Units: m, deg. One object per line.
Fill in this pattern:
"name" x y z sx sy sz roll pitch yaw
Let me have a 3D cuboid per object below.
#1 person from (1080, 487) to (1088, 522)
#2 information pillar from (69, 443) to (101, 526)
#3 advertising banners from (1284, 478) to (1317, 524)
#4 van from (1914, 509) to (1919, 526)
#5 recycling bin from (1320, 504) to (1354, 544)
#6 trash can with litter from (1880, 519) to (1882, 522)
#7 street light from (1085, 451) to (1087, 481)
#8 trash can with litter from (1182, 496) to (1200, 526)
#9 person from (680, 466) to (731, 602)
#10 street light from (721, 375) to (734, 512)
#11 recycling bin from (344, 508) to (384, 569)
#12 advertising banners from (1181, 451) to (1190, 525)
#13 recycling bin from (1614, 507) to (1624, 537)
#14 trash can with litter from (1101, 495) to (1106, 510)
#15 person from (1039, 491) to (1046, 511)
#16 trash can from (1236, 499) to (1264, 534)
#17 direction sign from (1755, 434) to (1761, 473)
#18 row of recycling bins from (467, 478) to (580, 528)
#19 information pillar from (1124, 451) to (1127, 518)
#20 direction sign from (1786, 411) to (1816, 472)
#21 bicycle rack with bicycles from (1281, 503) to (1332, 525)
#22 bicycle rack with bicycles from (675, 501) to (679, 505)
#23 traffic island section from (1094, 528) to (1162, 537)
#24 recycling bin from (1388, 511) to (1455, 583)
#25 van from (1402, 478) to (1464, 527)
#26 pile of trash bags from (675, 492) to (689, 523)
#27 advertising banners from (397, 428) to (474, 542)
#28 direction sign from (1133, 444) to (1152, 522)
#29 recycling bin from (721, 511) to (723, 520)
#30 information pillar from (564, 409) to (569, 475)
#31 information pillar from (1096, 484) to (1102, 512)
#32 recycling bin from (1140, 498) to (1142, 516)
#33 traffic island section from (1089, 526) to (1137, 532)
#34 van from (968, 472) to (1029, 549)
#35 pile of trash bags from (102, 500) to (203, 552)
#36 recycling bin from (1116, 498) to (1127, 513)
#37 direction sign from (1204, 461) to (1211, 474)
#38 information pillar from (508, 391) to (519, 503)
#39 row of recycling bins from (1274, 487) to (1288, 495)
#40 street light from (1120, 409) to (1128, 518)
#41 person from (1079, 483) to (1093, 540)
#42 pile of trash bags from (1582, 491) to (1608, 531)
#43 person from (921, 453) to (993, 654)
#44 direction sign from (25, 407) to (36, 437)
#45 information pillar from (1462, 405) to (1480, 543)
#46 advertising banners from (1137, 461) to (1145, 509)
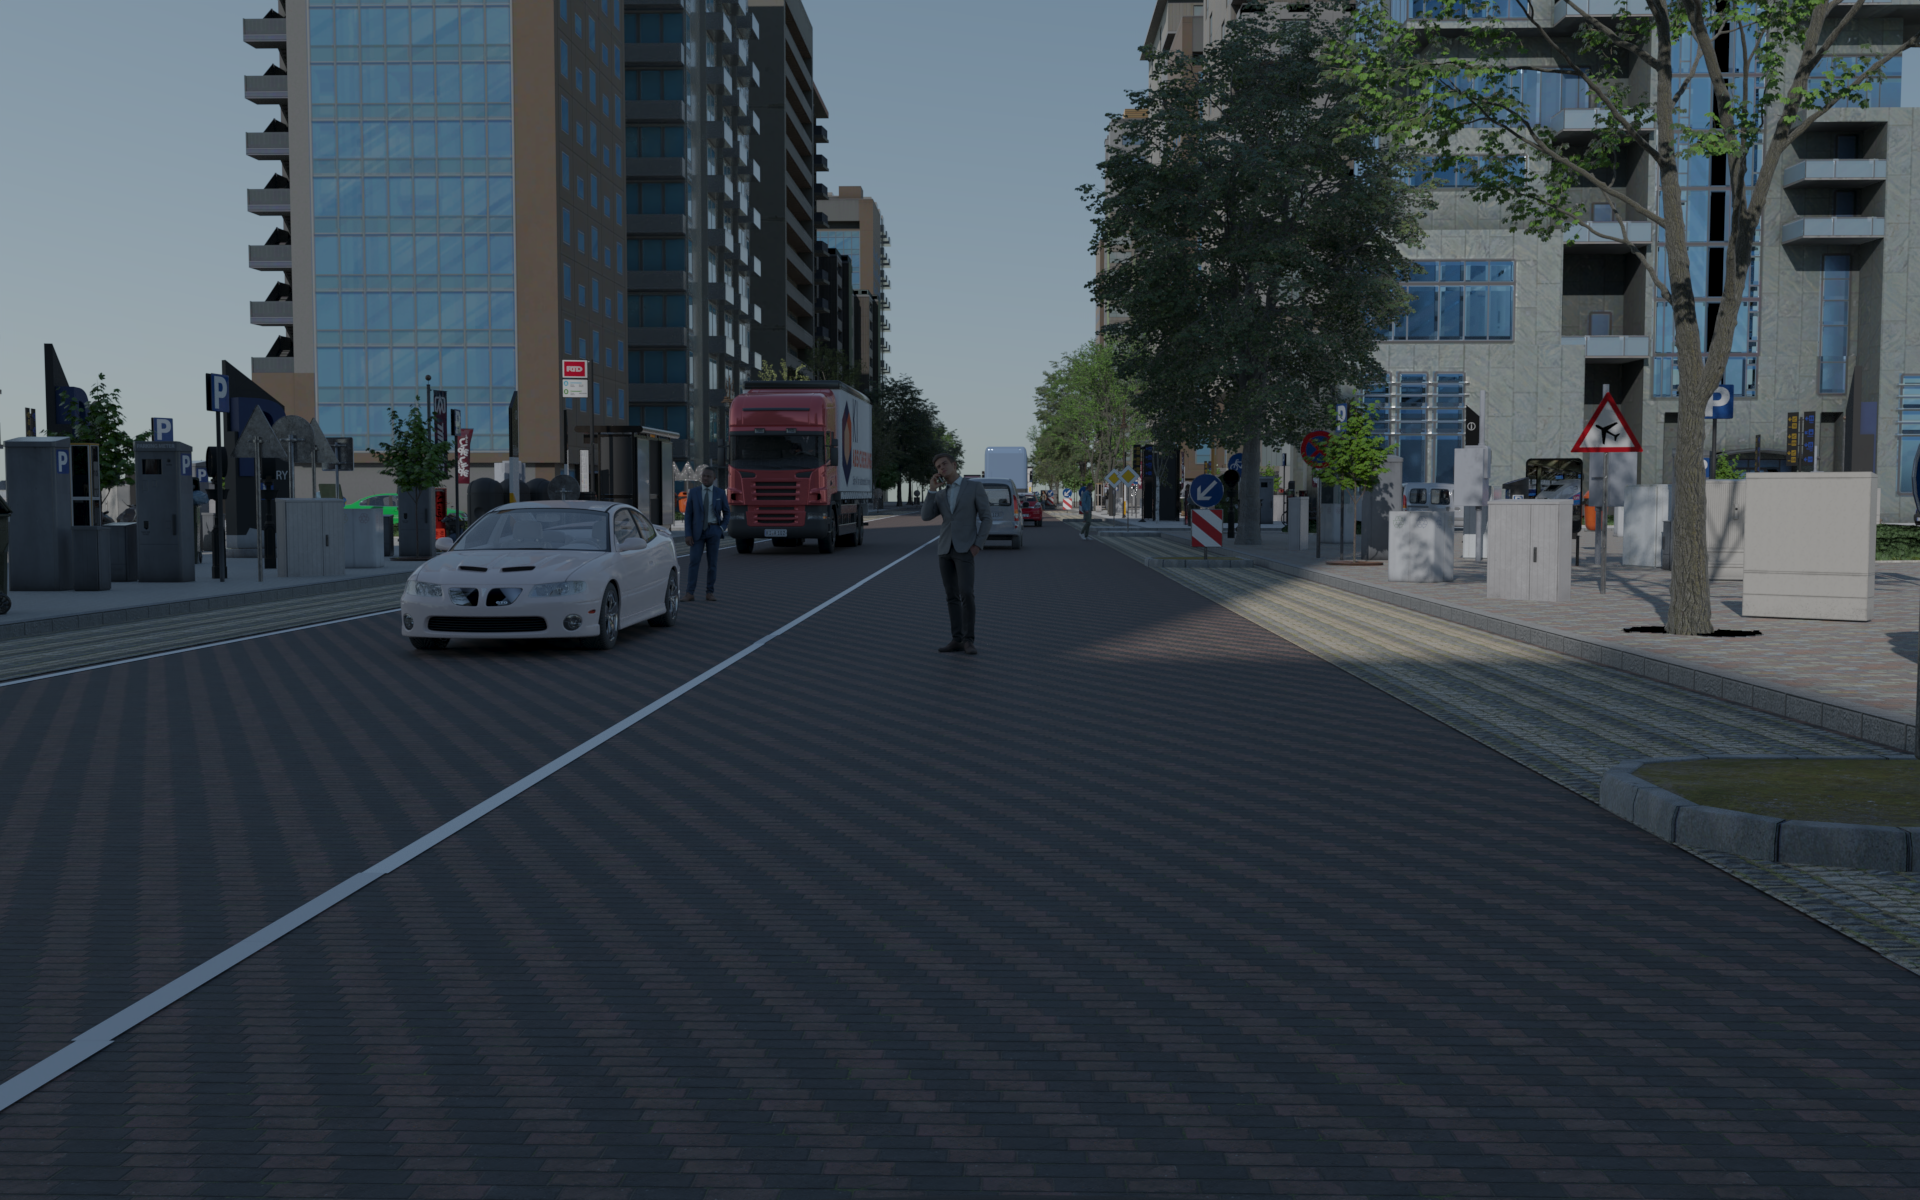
"person" 6.354 -4.812 87.269 0.391 1.810 0.635 2 4 34
"information pillar" -12.710 -1.266 25.184 0.304 2.012 0.304 0 4 -4
"advertising banners" 14.378 -4.676 72.636 0.090 3.025 2.074 -2 4 -33
"van" 37.460 -3.568 62.718 5.245 2.365 2.240 0 4 1
"recycling bin" 9.831 -1.997 45.201 0.722 1.027 0.722 -1 4 -22
"trash can with litter" 37.699 -3.689 71.697 1.055 1.170 0.624 3 4 36
"street light" 10.225 -10.301 141.212 0.468 5.910 1.993 0 4 2
"trash can with litter" 9.353 -3.487 68.402 0.624 1.170 1.055 -1 4 -13
"person" -3.436 -0.893 23.278 0.721 1.800 0.419 -1 4 -16
"street light" -8.970 -5.800 67.612 0.468 5.910 1.993 0 4 2
"recycling bin" -10.477 -1.077 30.162 0.722 1.027 0.722 0 4 -6
"advertising banners" 9.418 -4.633 71.940 0.090 3.025 2.074 1 4 21
"recycling bin" 19.943 -2.392 51.669 0.722 1.027 0.722 1 4 12
"trash can with litter" 11.054 -7.834 139.148 2.233 1.210 1.678 -1 4 -14
"person" 7.105 -8.518 148.493 0.721 1.735 1.217 -2 4 -24
"trash can" 7.913 -2.182 47.328 0.748 1.137 0.748 0 3 0
"direction sign" 30.423 -4.533 66.118 0.379 3.537 0.876 1 4 15
"row of recycling bins" -11.121 -2.279 44.380 1.069 1.692 3.534 2 4 30
"information pillar" 9.032 -6.332 94.874 0.183 3.616 0.504 0 4 1
"direction sign" 23.140 -3.409 47.729 0.379 3.537 0.876 -2 4 -24
"bicycle rack with bicycles" 14.141 -3.359 68.298 2.925 0.926 2.852 0 4 6
"bicycle rack with bicycles" -14.099 -4.658 89.537 2.852 0.926 2.925 -1 4 -16
"traffic island section" 5.748 -2.251 59.082 2.009 0.180 2.903 0 4 2
"recycling bin" 6.760 -0.785 25.383 0.722 1.027 0.722 3 5 41
"van" 17.826 -3.400 62.604 4.112 2.044 2.013 0 4 2
"pile of trash bags" -13.454 -4.069 76.277 3.447 1.369 1.912 -2 4 -31
"advertising banners" -13.784 -3.021 45.586 2.074 3.025 0.090 -3 4 -36
"direction sign" 8.338 -5.327 79.094 0.876 3.537 0.379 1 4 10
"recycling bin" -10.019 -3.669 72.543 0.722 1.027 0.722 2 4 29
"information pillar" -10.956 -3.478 48.224 0.183 3.616 0.504 -1 4 -9
"information pillar" 9.732 -7.160 121.561 0.304 2.012 0.304 -2 4 -27
"recycling bin" 11.064 -5.475 102.069 0.722 1.027 0.722 -2 4 -25
"traffic island section" 5.981 -2.739 67.063 2.009 0.180 2.903 0 4 2
"van" 0.844 -2.406 46.356 2.013 2.044 4.112 0 4 3
"pile of trash bags" -17.878 -1.649 36.712 1.912 1.369 3.447 1 4 16
"recycling bin" 11.081 -6.475 118.414 0.722 1.027 0.722 -1 4 -10
"direction sign" 16.948 -7.744 118.606 0.379 3.537 0.876 3 5 40
"information pillar" -10.066 -2.921 39.119 0.183 3.616 0.504 0 4 2
"row of recycling bins" 19.022 -6.018 105.501 3.534 1.692 1.069 -1 4 -21
"street light" 8.731 -7.315 92.389 0.468 5.910 1.993 0 4 2
"person" 3.953 -2.759 53.951 0.444 1.785 0.601 2 4 34
"pile of trash bags" 15.852 -1.807 39.289 3.447 1.369 1.912 0 4 1
"person" -0.028 -0.427 15.664 0.592 1.802 0.473 3 5 43
"direction sign" -24.452 -3.282 45.656 0.379 3.537 0.876 -1 4 -14
"information pillar" 13.502 -3.314 45.547 0.504 3.616 0.183 0 4 3
"advertising banners" 9.911 -5.838 91.641 0.090 3.025 2.074 -2 4 -26
